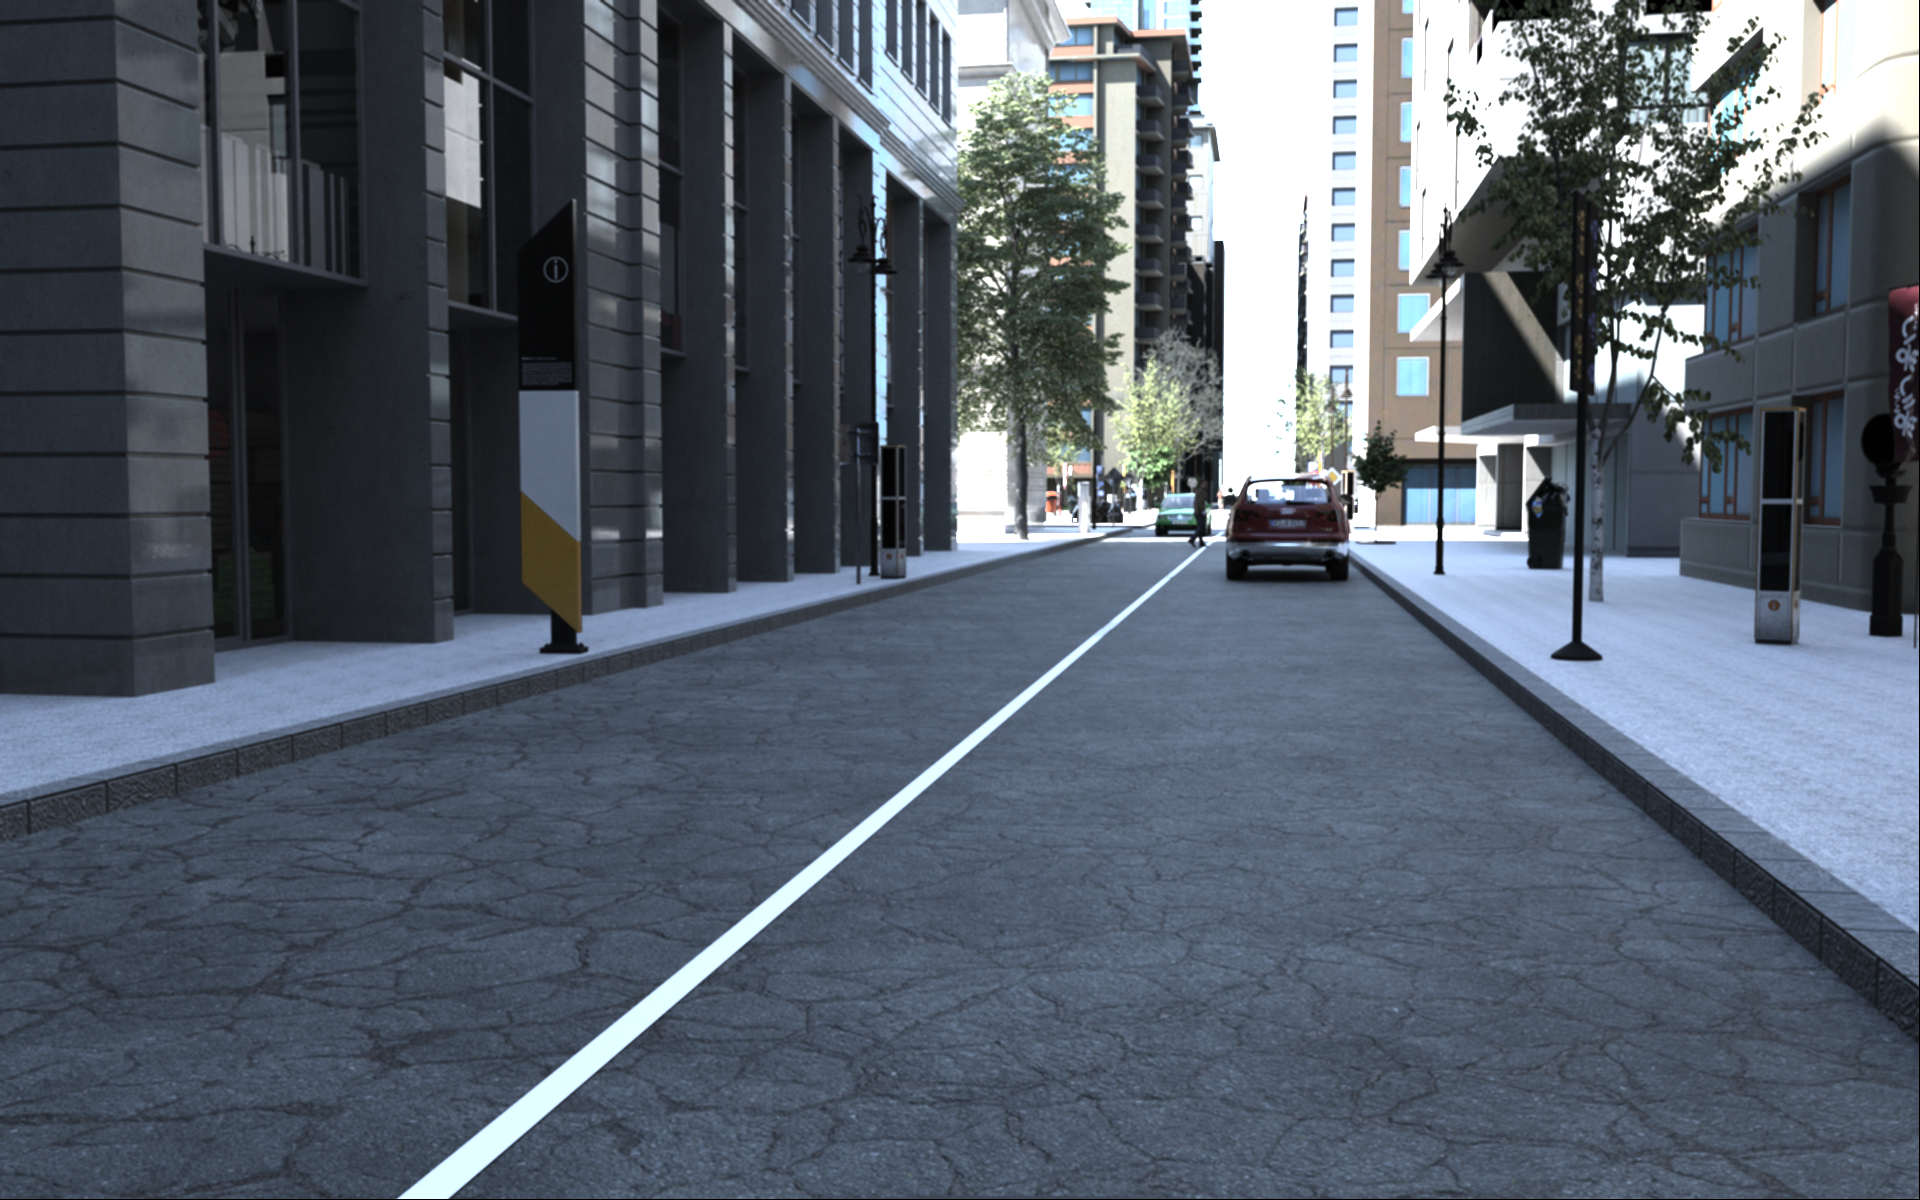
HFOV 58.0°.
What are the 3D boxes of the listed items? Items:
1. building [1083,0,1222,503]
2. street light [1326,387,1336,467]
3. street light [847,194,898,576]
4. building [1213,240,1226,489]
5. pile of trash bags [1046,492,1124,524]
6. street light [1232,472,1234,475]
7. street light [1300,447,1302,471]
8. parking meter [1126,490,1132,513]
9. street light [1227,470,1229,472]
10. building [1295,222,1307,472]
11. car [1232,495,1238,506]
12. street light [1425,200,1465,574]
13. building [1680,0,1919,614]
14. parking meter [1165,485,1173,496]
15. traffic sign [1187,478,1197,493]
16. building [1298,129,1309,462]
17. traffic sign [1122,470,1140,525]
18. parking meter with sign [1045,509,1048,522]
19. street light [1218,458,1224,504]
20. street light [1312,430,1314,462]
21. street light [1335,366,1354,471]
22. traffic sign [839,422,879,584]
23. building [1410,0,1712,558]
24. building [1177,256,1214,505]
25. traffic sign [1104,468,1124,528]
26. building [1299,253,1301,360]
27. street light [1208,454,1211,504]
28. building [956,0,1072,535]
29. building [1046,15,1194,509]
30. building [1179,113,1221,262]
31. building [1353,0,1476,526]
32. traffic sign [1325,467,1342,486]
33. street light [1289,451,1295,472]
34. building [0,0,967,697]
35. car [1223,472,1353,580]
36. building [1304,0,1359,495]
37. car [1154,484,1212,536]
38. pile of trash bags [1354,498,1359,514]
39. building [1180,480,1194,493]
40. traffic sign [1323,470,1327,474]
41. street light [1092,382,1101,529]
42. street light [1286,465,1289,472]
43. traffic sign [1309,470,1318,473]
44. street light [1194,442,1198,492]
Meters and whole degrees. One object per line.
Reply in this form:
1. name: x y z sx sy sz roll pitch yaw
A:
1. building: 30.450 -58.742 273.096 22.319 86.520 31.000 1 4 10
2. street light: 16.000 -6.221 74.499 0.468 5.910 1.993 1 4 10
3. street light: -1.345 -3.318 27.031 0.468 5.910 1.993 1 4 10
4. building: 38.129 -39.498 295.903 14.600 45.320 14.200 1 4 10
5. pile of trash bags: 5.326 -4.004 75.221 3.447 1.369 1.912 -1 4 -10
6. street light: 47.488 -20.089 301.238 0.468 5.910 1.993 1 4 10
7. street light: 29.411 -10.816 149.628 0.468 5.910 1.993 1 4 10
8. parking meter: 11.348 -6.603 116.364 0.372 1.533 0.369 0 3 0
9. street light: 41.184 -17.944 266.176 0.468 5.910 1.993 1 4 10
10. building: 67.086 -40.698 289.111 21.300 48.544 21.600 1 4 10
11. car: 31.381 -11.102 193.881 2.083 1.381 4.827 1 4 9
12. street light: 7.678 -3.350 27.564 0.468 5.910 1.993 1 4 10
13. building: 22.454 -10.095 10.099 27.650 21.520 28.899 1 4 10
14. parking meter: 12.550 -6.015 104.053 0.399 1.863 0.255 -3 4 -36
15. traffic sign: 17.975 -8.195 134.088 0.768 2.556 0.104 1 4 11
16. building: 48.792 -32.614 187.864 22.147 44.769 28.867 1 4 10
17. traffic sign: 7.173 -4.234 72.865 0.795 2.450 0.064 1 4 10
18. parking meter with sign: 3.594 -5.108 79.780 0.543 3.016 1.738 1 4 20
19. street light: 34.830 -15.752 230.338 0.468 5.910 1.993 1 4 10
20. street light: 22.330 -8.373 109.679 0.468 5.910 1.993 1 4 10
21. street light: 13.993 -5.507 62.823 0.468 5.910 1.993 1 4 10
22. traffic sign: -1.443 -1.375 24.611 0.606 2.300 0.079 1 4 18
23. building: 26.830 -27.879 45.064 28.713 52.752 27.495 1 4 10
24. building: 23.206 -26.723 208.627 14.160 30.474 14.107 1 4 10
25. traffic sign: 5.772 -3.753 65.003 0.795 2.450 0.064 1 4 10
26. building: 59.064 -36.017 243.494 22.147 44.769 28.867 1 4 10
27. street light: 26.512 -12.919 184.016 0.468 5.910 1.993 1 4 10
28. building: -7.321 -13.710 60.319 21.152 22.565 11.583 1 4 10
29. building: 10.471 -31.099 163.099 22.147 44.769 28.867 1 4 10
30. building: 22.058 -40.156 245.787 28.713 52.752 27.495 1 4 10
31. building: 24.558 -25.922 73.940 14.200 45.320 14.600 1 4 10
32. traffic sign: 13.639 -3.666 63.586 0.795 2.450 0.064 1 4 10
33. street light: 35.630 -12.961 184.706 0.468 5.910 1.993 1 4 10
34. building: -7.929 -15.165 25.435 11.434 29.767 29.804 1 4 10
35. car: 5.761 -1.334 30.481 2.281 1.827 5.304 1 4 11
36. building: 42.687 -37.756 159.307 21.231 58.520 28.212 1 4 10
37. car: 7.793 -3.147 60.253 1.959 1.807 4.718 1 4 11
38. pile of trash bags: 25.367 -6.244 111.838 1.912 1.369 3.447 -1 4 -20
39. building: 10.028 -30.480 190.230 32.217 40.220 23.993 1 4 10
40. traffic sign: 15.040 -4.147 71.448 0.795 2.450 0.064 1 4 10
41. street light: 4.906 -5.527 63.159 0.468 5.910 1.993 1 4 10
42. street light: 42.002 -15.128 220.134 0.468 5.910 1.993 1 4 10
43. traffic sign: 18.900 -5.655 92.557 0.768 2.556 0.104 1 4 11
44. street light: 20.216 -10.755 148.631 0.468 5.910 1.993 1 4 10
